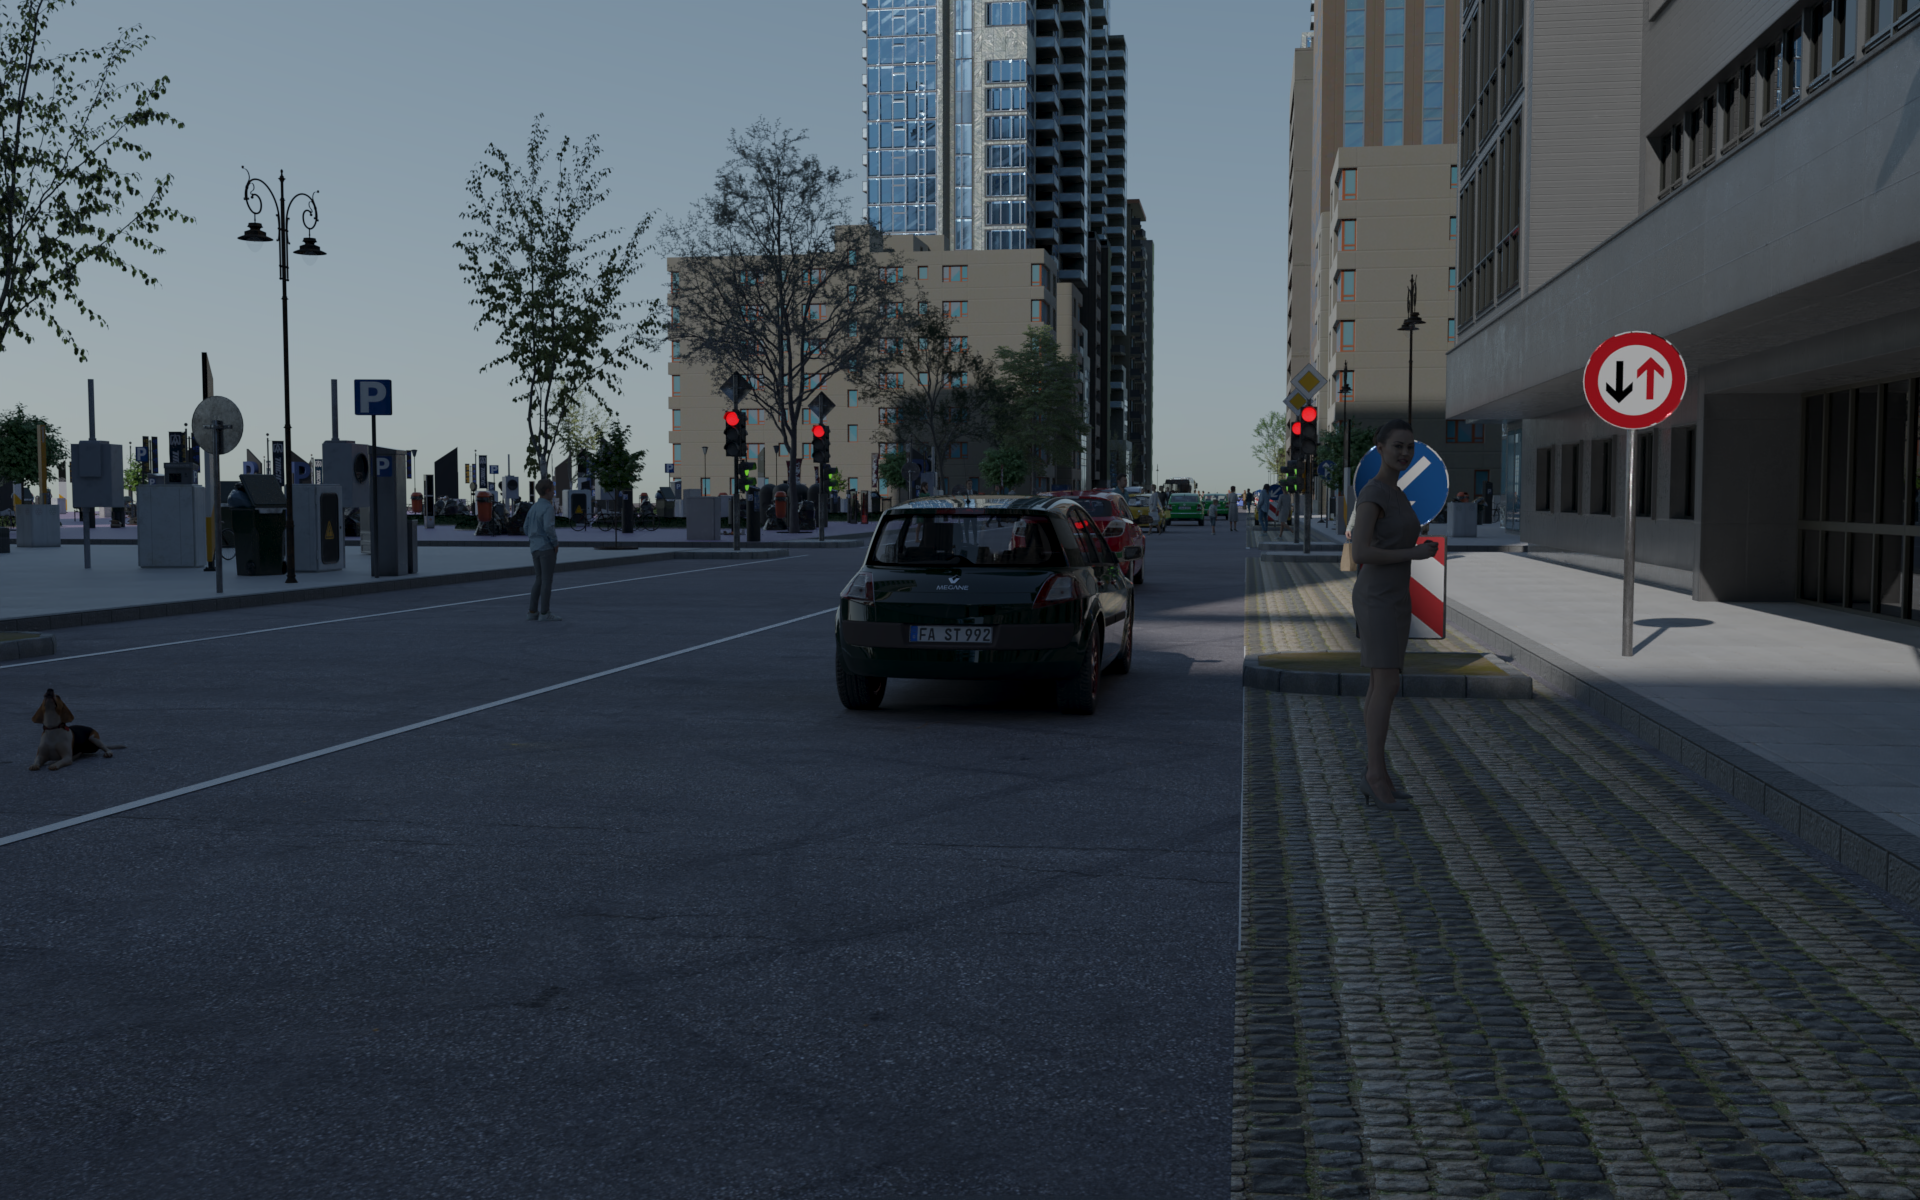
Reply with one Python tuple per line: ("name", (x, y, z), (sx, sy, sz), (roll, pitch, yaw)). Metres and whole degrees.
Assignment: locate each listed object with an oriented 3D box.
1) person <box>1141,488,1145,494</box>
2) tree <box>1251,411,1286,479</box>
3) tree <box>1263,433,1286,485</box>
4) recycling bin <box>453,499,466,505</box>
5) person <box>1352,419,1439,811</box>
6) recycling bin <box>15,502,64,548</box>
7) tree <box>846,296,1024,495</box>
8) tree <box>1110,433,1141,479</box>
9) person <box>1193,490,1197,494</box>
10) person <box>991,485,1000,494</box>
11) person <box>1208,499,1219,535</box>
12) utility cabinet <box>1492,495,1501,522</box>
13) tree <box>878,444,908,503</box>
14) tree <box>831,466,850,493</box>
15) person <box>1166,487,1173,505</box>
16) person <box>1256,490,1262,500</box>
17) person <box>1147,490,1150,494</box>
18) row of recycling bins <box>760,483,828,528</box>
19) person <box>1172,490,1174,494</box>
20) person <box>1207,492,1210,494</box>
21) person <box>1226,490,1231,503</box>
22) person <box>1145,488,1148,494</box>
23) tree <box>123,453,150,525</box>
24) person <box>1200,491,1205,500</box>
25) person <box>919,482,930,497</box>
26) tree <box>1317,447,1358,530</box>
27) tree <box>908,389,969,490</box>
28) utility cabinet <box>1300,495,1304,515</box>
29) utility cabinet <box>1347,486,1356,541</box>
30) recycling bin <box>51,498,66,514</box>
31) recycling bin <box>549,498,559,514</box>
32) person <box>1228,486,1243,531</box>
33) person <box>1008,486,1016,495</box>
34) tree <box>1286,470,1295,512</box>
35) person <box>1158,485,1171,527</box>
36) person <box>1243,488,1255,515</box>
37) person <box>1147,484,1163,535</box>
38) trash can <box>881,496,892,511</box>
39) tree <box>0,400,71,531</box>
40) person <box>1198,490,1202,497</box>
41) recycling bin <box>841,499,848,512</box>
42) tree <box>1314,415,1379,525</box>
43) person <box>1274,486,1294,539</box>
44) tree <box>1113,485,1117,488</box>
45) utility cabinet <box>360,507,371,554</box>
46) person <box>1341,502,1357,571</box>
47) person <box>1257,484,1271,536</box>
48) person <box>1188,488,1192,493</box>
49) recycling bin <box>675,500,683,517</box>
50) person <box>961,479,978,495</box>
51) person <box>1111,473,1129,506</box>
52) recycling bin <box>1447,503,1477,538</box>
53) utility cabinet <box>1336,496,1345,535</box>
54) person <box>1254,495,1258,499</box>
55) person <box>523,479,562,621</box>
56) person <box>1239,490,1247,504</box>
("person", (8.913, -4.619, 84.766), (0.760, 1.731, 0.466), (-1, 4, -9))
("tree", (38.934, -17.340, 209.259), (9.928, 11.665, 9.643), (0, 3, 0))
("tree", (37.840, -15.398, 202.123), (4.737, 8.622, 4.395), (0, 3, 0))
("recycling bin", (-26.961, -4.922, 93.026), (0.722, 1.027, 0.722), (-2, 4, -29))
("person", (2.011, 0.049, 8.046), (0.374, 1.781, 0.599), (2, 4, 32))
("recycling bin", (-22.331, -1.798, 41.955), (0.722, 1.027, 0.722), (2, 4, 32))
("tree", (-0.848, -8.967, 81.019), (8.767, 10.594, 7.601), (-2, 4, -31))
("tree", (18.425, -15.152, 198.092), (4.360, 8.622, 3.978), (0, 3, 0))
("person", (20.880, -8.876, 153.629), (0.705, 1.823, 1.348), (0, 4, -6))
("person", (1.501, -4.043, 74.517), (0.836, 1.842, 0.656), (0, 4, 8))
("person", (8.905, -2.919, 60.916), (0.352, 1.250, 0.332), (-1, 4, -11))
("utility cabinet", (25.031, -4.247, 80.599), (1.020, 1.237, 0.306), (-3, 5, -40))
("tree", (-3.865, -7.833, 111.777), (4.285, 4.588, 4.351), (0, 3, 0))
("tree", (-8.342, -7.568, 118.345), (1.663, 3.219, 1.824), (0, 3, 0))
("person", (12.094, -5.635, 100.405), (0.659, 1.850, 0.755), (2, 4, 26))
("person", (23.904, -7.853, 137.680), (0.721, 1.735, 1.217), (-1, 4, -21))
("person", (16.455, -8.712, 150.958), (0.705, 1.821, 1.348), (-1, 4, -17))
("row of recycling bins", (-6.516, -3.693, 67.493), (3.534, 1.692, 1.069), (3, 5, 41))
("person", (16.170, -7.535, 132.235), (0.617, 1.759, 0.750), (-2, 4, -28))
("person", (22.991, -9.149, 159.554), (0.593, 1.643, 0.415), (-2, 4, -35))
("person", (20.643, -7.566, 132.751), (0.990, 1.755, 0.434), (1, 4, 15))
("person", (12.151, -6.380, 112.922), (0.767, 1.812, 0.694), (-1, 4, -15))
("tree", (-33.746, -4.698, 71.419), (1.663, 3.219, 1.824), (0, 3, 0))
("person", (21.879, -9.004, 156.423), (0.721, 1.736, 1.217), (-1, 4, -14))
("person", (-1.062, -2.593, 51.139), (0.529, 1.795, 0.600), (1, 4, 12))
("tree", (13.920, -4.139, 62.269), (1.663, 3.219, 1.824), (0, 3, 0))
("tree", (-1.526, -10.418, 120.701), (4.360, 8.622, 3.978), (0, 3, 0))
("utility cabinet", (20.960, -5.802, 106.028), (1.020, 1.237, 0.306), (1, 4, 14))
("utility cabinet", (10.698, -2.329, 46.751), (0.318, 1.500, 1.173), (1, 4, 21))
("recycling bin", (-57.357, -5.963, 110.048), (0.722, 1.027, 0.722), (1, 4, 18))
("recycling bin", (-25.862, -5.942, 109.704), (0.722, 1.027, 0.722), (1, 4, 14))
("person", (10.609, -3.530, 66.791), (0.480, 1.755, 0.524), (3, 5, 41))
("person", (2.578, -4.678, 85.106), (0.853, 1.813, 0.709), (-3, 4, -38))
("tree", (27.059, -9.026, 142.173), (1.663, 3.219, 1.824), (0, 3, 0))
("person", (8.467, -4.006, 74.218), (0.699, 1.804, 1.509), (-1, 4, -18))
("person", (19.801, -6.756, 118.952), (0.794, 1.824, 0.713), (-1, 4, -16))
("person", (6.748, -3.127, 59.972), (0.624, 1.780, 0.694), (0, 4, 7))
("trash can", (-4.332, -5.535, 102.144), (0.748, 1.137, 0.748), (0, 3, 0))
("tree", (-32.880, -4.717, 60.834), (4.285, 4.588, 4.351), (0, 3, 0))
("person", (19.825, -8.266, 144.364), (0.721, 1.735, 1.217), (-3, 4, -36))
("recycling bin", (-6.271, -5.092, 95.808), (0.722, 1.027, 0.722), (-2, 4, -33))
("tree", (16.168, -5.379, 71.667), (4.285, 4.588, 4.351), (0, 3, 0))
("person", (10.209, -2.752, 54.250), (0.760, 1.731, 0.466), (2, 4, 27))
("tree", (17.918, -12.141, 193.108), (1.663, 3.219, 1.824), (0, 3, 0))
("utility cabinet", (-12.336, -1.703, 36.524), (0.318, 1.500, 1.173), (-3, 4, -36))
("person", (5.695, -0.930, 24.192), (0.515, 1.767, 0.782), (-3, 4, -36))
("person", (10.396, -3.082, 59.152), (0.793, 1.790, 0.793), (1, 4, 12))
("person", (14.105, -5.934, 105.795), (0.520, 1.790, 0.573), (3, 4, 39))
("recycling bin", (-12.744, -4.148, 80.370), (0.722, 1.027, 0.722), (-3, 5, -41))
("person", (0.306, -2.403, 47.566), (0.659, 1.850, 0.755), (-1, 4, -9))
("person", (2.965, -1.476, 32.652), (0.620, 1.820, 0.660), (2, 4, 34))
("recycling bin", (14.919, -2.380, 51.467), (0.722, 1.027, 0.722), (0, 4, 2))
("utility cabinet", (12.123, -2.687, 55.093), (0.306, 1.237, 1.020), (1, 4, 9))
("person", (27.857, -9.320, 161.664), (1.217, 1.735, 0.721), (3, 4, 37))
("person", (-4.693, -0.566, 19.569), (0.330, 1.601, 0.589), (-2, 4, -34))
("person", (26.045, -9.156, 158.287), (1.348, 1.812, 0.705), (-2, 4, -25))
